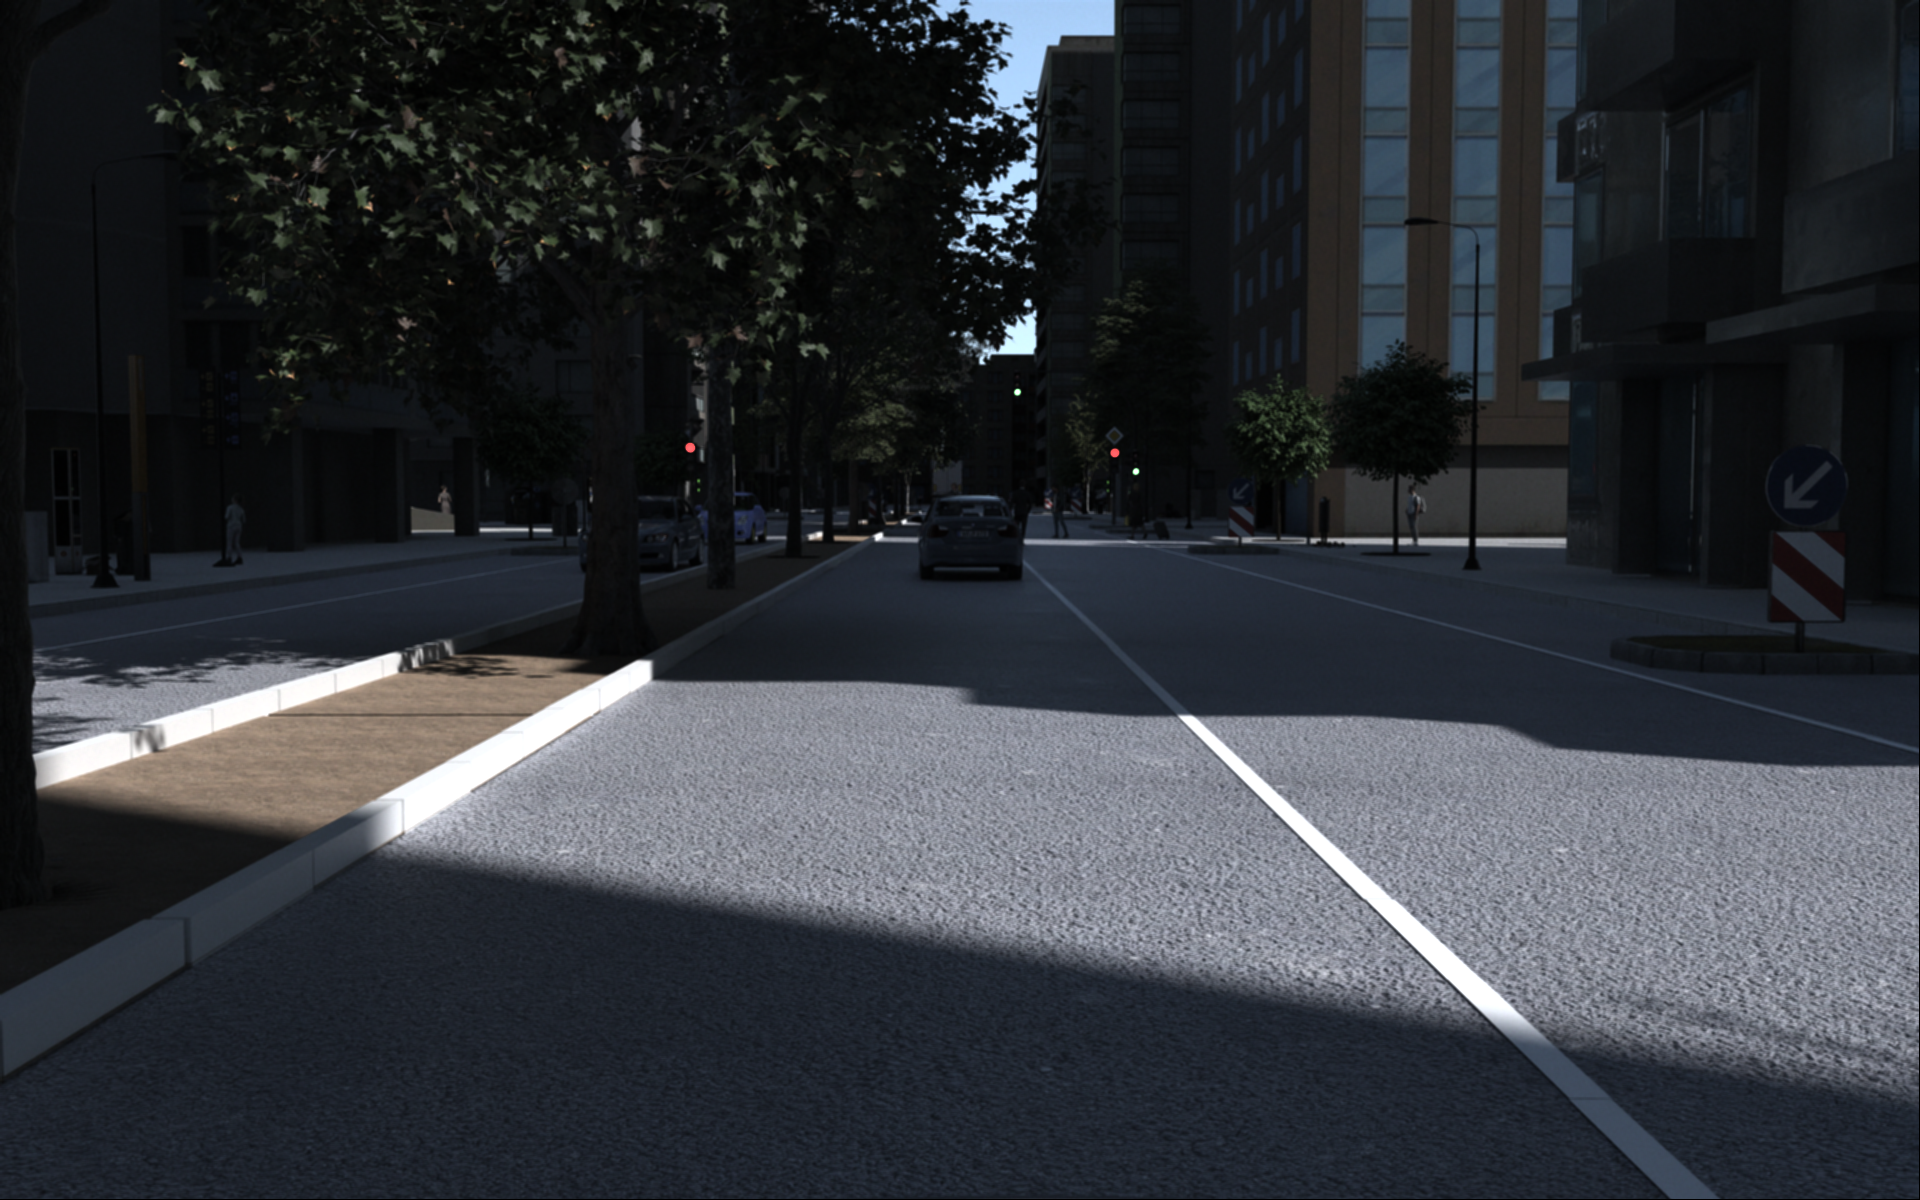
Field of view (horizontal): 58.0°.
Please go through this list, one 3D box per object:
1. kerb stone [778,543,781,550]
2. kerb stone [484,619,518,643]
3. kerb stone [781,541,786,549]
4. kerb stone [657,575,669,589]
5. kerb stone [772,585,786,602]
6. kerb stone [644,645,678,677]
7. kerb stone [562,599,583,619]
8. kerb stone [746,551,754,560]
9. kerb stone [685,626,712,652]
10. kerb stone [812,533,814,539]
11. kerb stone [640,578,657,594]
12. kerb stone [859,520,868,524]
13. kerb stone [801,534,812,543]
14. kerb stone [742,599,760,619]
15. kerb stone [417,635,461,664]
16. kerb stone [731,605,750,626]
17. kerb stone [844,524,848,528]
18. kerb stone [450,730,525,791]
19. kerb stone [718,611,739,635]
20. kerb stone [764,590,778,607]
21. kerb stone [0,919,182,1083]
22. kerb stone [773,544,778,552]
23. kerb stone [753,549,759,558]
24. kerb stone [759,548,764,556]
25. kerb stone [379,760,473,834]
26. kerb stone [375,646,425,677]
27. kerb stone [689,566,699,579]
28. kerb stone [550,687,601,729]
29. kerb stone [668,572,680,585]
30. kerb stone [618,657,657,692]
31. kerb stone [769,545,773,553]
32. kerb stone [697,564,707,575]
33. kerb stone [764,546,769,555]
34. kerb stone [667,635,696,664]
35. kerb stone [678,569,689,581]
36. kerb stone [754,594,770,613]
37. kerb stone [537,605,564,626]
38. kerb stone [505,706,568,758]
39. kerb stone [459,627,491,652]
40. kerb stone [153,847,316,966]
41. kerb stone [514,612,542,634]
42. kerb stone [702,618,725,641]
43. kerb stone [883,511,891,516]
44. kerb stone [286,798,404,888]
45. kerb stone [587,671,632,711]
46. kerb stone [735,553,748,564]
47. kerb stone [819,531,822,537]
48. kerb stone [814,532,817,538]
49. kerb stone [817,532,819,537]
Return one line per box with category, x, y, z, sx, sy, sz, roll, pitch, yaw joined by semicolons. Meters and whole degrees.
kerb stone;-4.676;-1.313;43.658;0.120;0.150;1.000;0;4;0
kerb stone;-4.549;0.318;17.006;0.120;0.150;1.000;0;4;0
kerb stone;-4.674;-1.375;44.688;0.120;0.150;1.000;0;4;0
kerb stone;-4.589;-0.243;26.236;0.120;0.150;1.000;0;4;0
kerb stone;-2.469;-0.060;23.184;0.120;0.150;1.000;0;4;0
kerb stone;-2.433;0.504;13.953;0.120;0.150;1.000;0;4;0
kerb stone;-4.558;0.129;20.088;0.120;0.150;1.000;0;4;0
kerb stone;-4.639;-0.936;37.511;0.120;0.150;1.000;0;4;0
kerb stone;-2.449;0.379;16.001;0.120;0.150;1.000;0;4;0
kerb stone;-4.718;-1.939;53.905;0.120;0.150;1.000;0;4;0
kerb stone;-4.588;-0.185;25.213;0.120;0.150;1.000;0;4;0
kerb stone;-4.868;-3.978;87.256;0.120;0.150;1.000;0;4;0
kerb stone;-4.712;-1.877;52.883;0.120;0.150;1.000;0;4;0
kerb stone;-2.469;0.128;20.107;0.120;0.150;1.000;0;4;0
kerb stone;-4.537;0.443;14.955;0.120;0.150;1.000;0;4;0
kerb stone;-2.460;0.192;19.074;0.120;0.150;1.000;0;4;0
kerb stone;-4.817;-3.228;74.970;0.120;0.150;1.000;0;4;0
kerb stone;-2.412;0.821;8.823;0.120;0.150;1.000;0;4;0
kerb stone;-2.450;0.254;18.047;0.120;0.150;1.000;0;4;0
kerb stone;-2.473;0.004;22.151;0.120;0.150;1.000;0;4;0
kerb stone;-2.398;1.068;4.727;0.120;0.150;1.000;0;4;0
kerb stone;-4.664;-1.249;42.636;0.120;0.150;1.000;0;4;0
kerb stone;-4.641;-0.999;38.532;0.120;0.150;1.000;0;4;0
kerb stone;-4.653;-1.061;39.567;0.120;0.150;1.000;0;4;0
kerb stone;-2.402;0.883;7.796;0.120;0.150;1.000;0;4;0
kerb stone;-4.532;0.506;13.924;0.120;0.150;1.000;0;4;0
kerb stone;-4.600;-0.435;29.311;0.120;0.150;1.000;0;4;0
kerb stone;-2.432;0.692;10.877;0.120;0.150;1.000;0;4;0
kerb stone;-4.593;-0.310;27.257;0.120;0.150;1.000;0;4;0
kerb stone;-2.429;0.567;12.925;0.120;0.150;1.000;0;4;0
kerb stone;-4.658;-1.180;41.615;0.120;0.150;1.000;0;4;0
kerb stone;-4.613;-0.498;30.333;0.120;0.150;1.000;0;4;0
kerb stone;-4.655;-1.125;40.592;0.120;0.150;1.000;0;4;0
kerb stone;-2.442;0.441;14.979;0.120;0.150;1.000;0;4;0
kerb stone;-4.609;-0.373;28.289;0.120;0.150;1.000;0;4;0
kerb stone;-2.463;0.065;21.129;0.120;0.150;1.000;0;4;0
kerb stone;-4.557;0.192;19.058;0.120;0.150;1.000;0;4;0
kerb stone;-2.418;0.755;9.847;0.120;0.150;1.000;0;4;0
kerb stone;-4.543;0.387;15.977;0.120;0.150;1.000;0;4;0
kerb stone;-2.392;1.006;5.749;0.120;0.150;1.000;0;4;0
kerb stone;-4.555;0.260;18.037;0.120;0.150;1.000;0;4;0
kerb stone;-2.457;0.316;17.024;0.120;0.150;1.000;0;4;0
kerb stone;-5.017;-5.918;119.044;0.120;0.150;1.000;0;4;0
kerb stone;-2.403;0.948;6.775;0.120;0.150;1.000;0;4;0
kerb stone;-2.427;0.630;11.902;0.120;0.150;1.000;0;4;0
kerb stone;-4.641;-0.865;36.480;0.120;0.150;1.000;0;4;0
kerb stone;-4.734;-2.128;56.984;0.120;0.150;1.000;0;4;0
kerb stone;-4.728;-2.002;54.927;0.120;0.150;1.000;0;4;0
kerb stone;-4.730;-2.064;55.949;0.120;0.150;1.000;0;4;0
